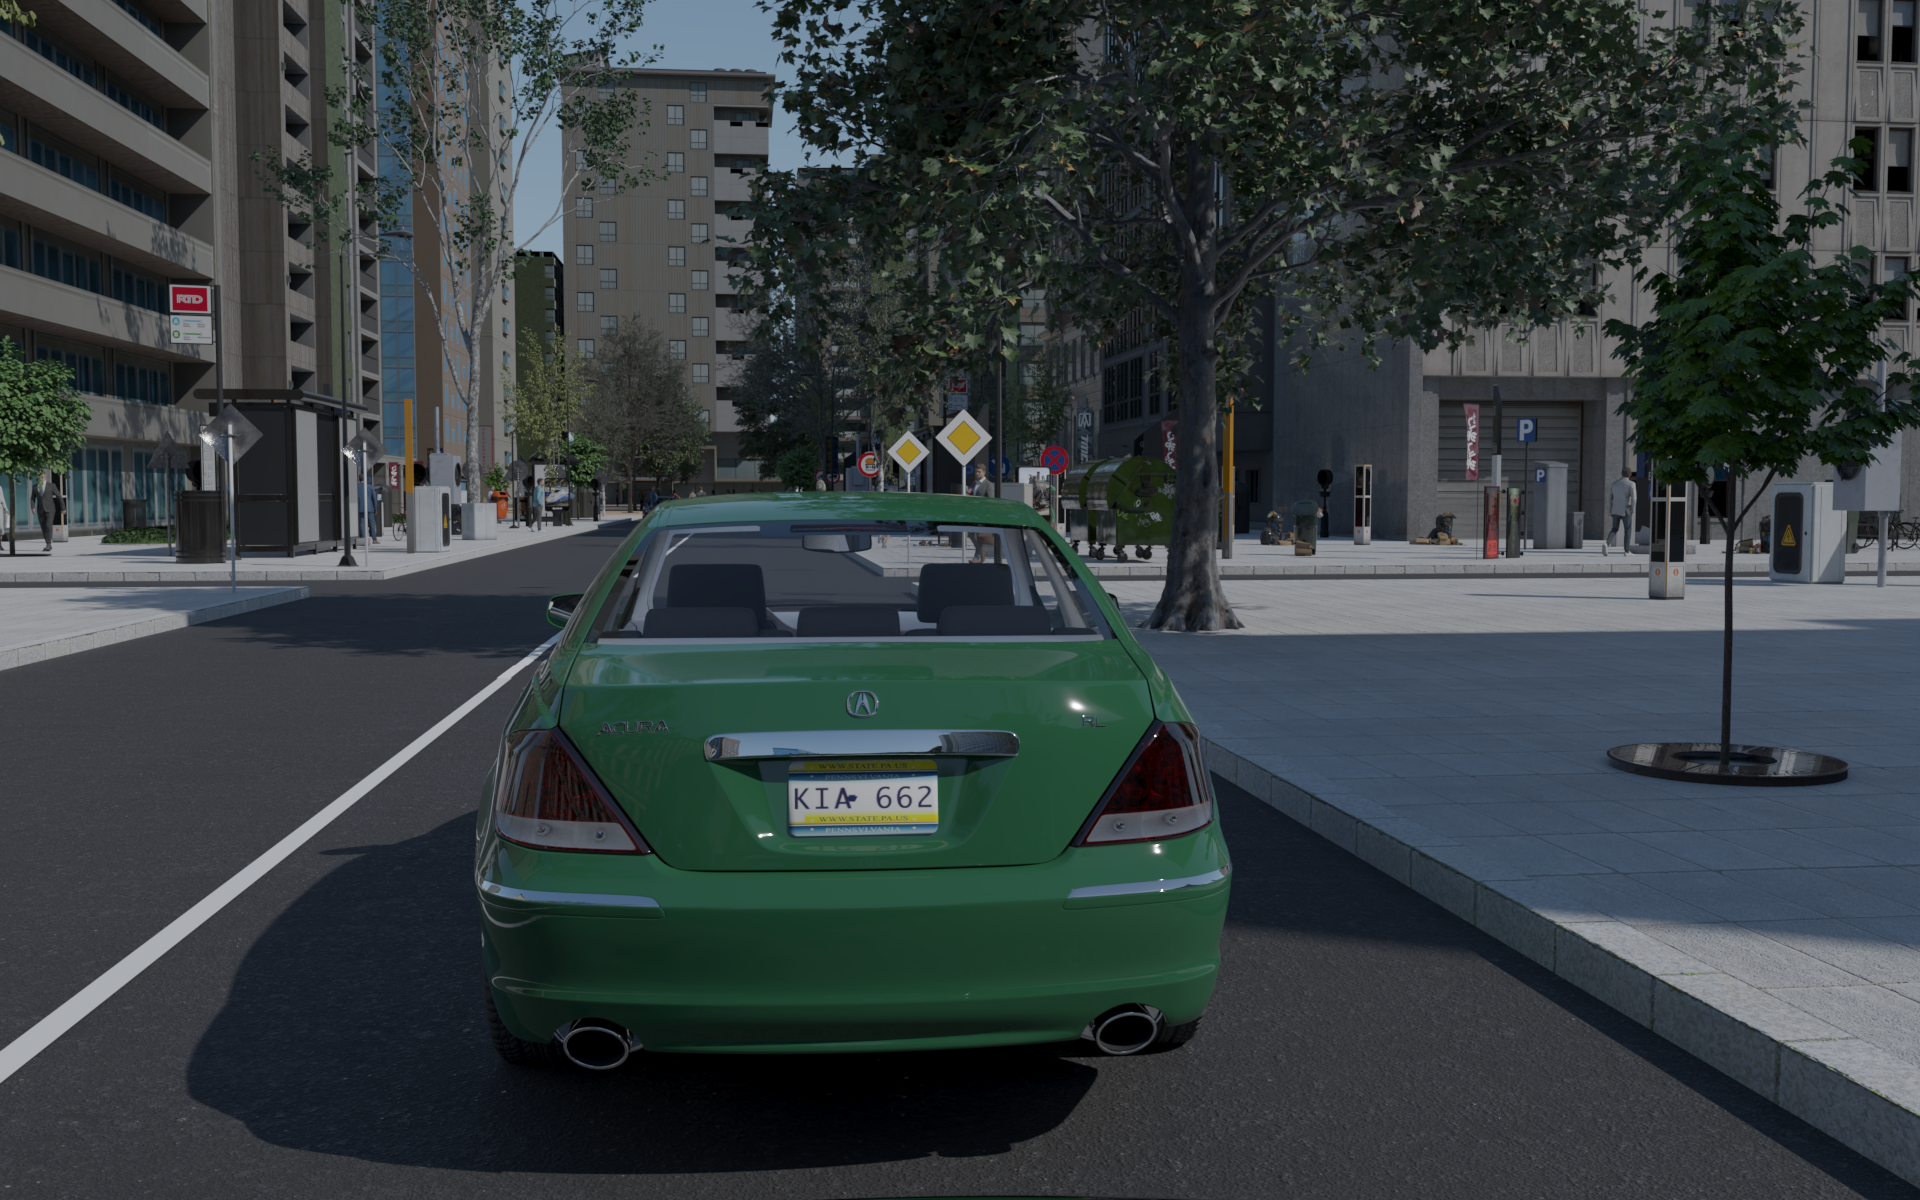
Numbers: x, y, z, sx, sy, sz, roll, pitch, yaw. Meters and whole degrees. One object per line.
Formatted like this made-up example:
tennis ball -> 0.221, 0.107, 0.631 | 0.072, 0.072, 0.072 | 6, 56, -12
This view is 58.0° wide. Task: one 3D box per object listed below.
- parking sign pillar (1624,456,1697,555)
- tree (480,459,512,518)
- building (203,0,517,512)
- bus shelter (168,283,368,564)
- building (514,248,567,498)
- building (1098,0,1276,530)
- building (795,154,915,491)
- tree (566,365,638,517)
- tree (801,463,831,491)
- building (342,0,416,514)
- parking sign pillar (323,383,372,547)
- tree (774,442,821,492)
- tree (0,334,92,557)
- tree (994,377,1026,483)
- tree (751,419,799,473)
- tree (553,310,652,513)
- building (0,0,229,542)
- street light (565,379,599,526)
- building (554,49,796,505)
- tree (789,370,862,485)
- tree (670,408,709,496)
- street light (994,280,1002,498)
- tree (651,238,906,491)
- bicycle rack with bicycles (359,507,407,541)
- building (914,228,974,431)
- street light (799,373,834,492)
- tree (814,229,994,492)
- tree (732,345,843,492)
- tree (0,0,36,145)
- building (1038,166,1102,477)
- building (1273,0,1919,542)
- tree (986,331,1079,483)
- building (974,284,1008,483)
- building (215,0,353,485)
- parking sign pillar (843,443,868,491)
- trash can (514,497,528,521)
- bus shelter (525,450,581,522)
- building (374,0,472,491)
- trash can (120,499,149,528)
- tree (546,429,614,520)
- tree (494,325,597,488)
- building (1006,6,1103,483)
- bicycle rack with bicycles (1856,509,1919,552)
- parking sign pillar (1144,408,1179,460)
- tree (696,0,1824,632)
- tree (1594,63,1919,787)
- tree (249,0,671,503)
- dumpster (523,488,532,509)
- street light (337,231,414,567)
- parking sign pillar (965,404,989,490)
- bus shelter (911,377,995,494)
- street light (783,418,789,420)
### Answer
parking sign pillar -> 15.094, -2.982, 37.224 | 1.447, 3.967, 1.447 | -1, 4, -11
tree -> -25.147, -6.116, 94.596 | 1.663, 3.219, 1.824 | 0, 3, 0
building -> -51.443, -32.343, 152.513 | 21.600, 48.544, 21.300 | 0, 4, -7
bus shelter -> -14.328, -3.564, 35.911 | 2.179, 5.291, 8.768 | 0, 4, -7
building -> -54.417, -26.582, 206.323 | 14.107, 30.474, 14.160 | 0, 4, -7
building -> 14.903, -16.969, 70.943 | 14.314, 27.812, 24.014 | 0, 4, -7
building -> -12.967, -32.241, 210.728 | 14.086, 41.232, 14.154 | 0, 4, -7
tree -> -20.081, -8.993, 97.395 | 4.360, 8.622, 3.978 | 0, 3, 0
tree -> -8.352, -6.652, 103.360 | 1.663, 3.219, 1.824 | 0, 3, 0
building -> -46.820, -41.144, 110.954 | 20.563, 71.187, 20.611 | 0, 4, -7
parking sign pillar -> -15.407, -3.330, 42.919 | 1.447, 3.967, 1.447 | -1, 4, -11
tree -> -10.101, -7.694, 109.506 | 4.285, 4.588, 4.351 | 0, 3, 0
tree -> -19.565, -3.175, 35.618 | 4.285, 4.588, 4.351 | 0, 3, 0
tree -> 1.156, -8.358, 87.014 | 4.360, 8.622, 3.978 | 0, 3, 0
tree -> -18.075, -14.960, 179.003 | 8.767, 10.594, 7.601 | 1, 4, 13
tree -> -22.135, -12.566, 115.827 | 12.009, 13.543, 11.850 | 0, 3, 0
building -> -36.128, -26.098, 50.410 | 21.300, 48.544, 21.600 | 0, 4, -7
street light -> -15.261, -5.957, 69.930 | 1.470, 5.913, 1.316 | 0, 4, -7
building -> -34.621, -38.272, 214.987 | 27.495, 52.752, 28.713 | 0, 4, -7
tree -> -7.758, -9.032, 98.040 | 4.737, 8.622, 4.395 | 0, 3, 0
tree -> -29.888, -15.428, 178.001 | 9.928, 11.665, 9.643 | 0, 3, 0
street light -> -0.016, -3.121, 23.562 | 1.470, 5.913, 1.316 | 0, 4, -7
tree -> -6.263, -10.321, 79.126 | 12.009, 13.543, 11.850 | 0, 3, 0
bicycle rack with bicycles -> -15.937, -2.100, 47.712 | 2.852, 0.926, 2.925 | 0, 3, 0
building -> 7.502, -38.587, 220.136 | 27.495, 52.752, 28.713 | 0, 4, -7
street light -> -5.458, -5.751, 66.568 | 1.470, 5.913, 1.316 | 0, 4, -7
tree -> -1.837, -5.780, 44.867 | 4.360, 8.622, 3.978 | 0, 3, 0
tree -> -13.552, -14.035, 136.124 | 9.857, 13.997, 8.962 | 0, 3, 0
tree -> -9.877, -3.927, 14.569 | 4.737, 8.622, 4.395 | 0, 3, 0
building -> 12.306, -18.250, 95.648 | 12.463, 27.353, 25.104 | 0, 4, -7
building -> 21.186, -14.383, 53.190 | 19.932, 24.808, 12.078 | 0, 4, -7
tree -> 3.485, -7.776, 77.507 | 4.737, 8.622, 4.395 | 0, 3, 0
building -> 7.796, -22.239, 135.310 | 14.160, 30.474, 14.107 | 0, 4, -7
building -> -39.259, -19.250, 86.442 | 14.160, 30.474, 14.107 | 0, 4, -7
parking sign pillar -> -5.433, -6.223, 90.211 | 1.447, 3.967, 1.447 | -1, 4, -11
trash can -> -20.728, -4.290, 81.795 | 0.748, 1.137, 0.748 | 0, 3, 0
bus shelter -> -19.150, -5.379, 81.868 | 2.014, 3.302, 5.546 | 0, 4, -7
building -> -44.986, -29.356, 130.087 | 14.600, 45.320, 14.200 | 0, 4, -7
trash can -> -23.336, -2.283, 48.985 | 0.748, 1.137, 0.748 | 0, 3, 0
tree -> -19.078, -6.306, 86.823 | 4.285, 4.588, 4.351 | 0, 3, 0
tree -> -17.787, -7.606, 74.727 | 4.737, 8.622, 4.395 | 0, 3, 0
building -> 10.049, -26.758, 121.083 | 14.154, 41.232, 14.086 | 0, 4, -7
bicycle rack with bicycles -> 21.537, -1.622, 39.904 | 2.852, 0.926, 2.925 | -1, 4, -14
parking sign pillar -> 5.973, -3.792, 50.469 | 1.447, 3.967, 1.447 | 0, 4, -3
tree -> 2.340, -6.073, 16.299 | 9.611, 12.733, 9.660 | 0, 3, 0
tree -> 3.503, -0.812, 7.880 | 1.663, 3.219, 1.824 | 0, 3, 0
tree -> -14.918, -12.068, 53.202 | 12.611, 20.169, 13.585 | 0, 3, 0
dumpster -> -22.580, -5.298, 92.387 | 1.264, 1.857, 1.865 | 0, 4, -7
street light -> -10.329, -3.552, 30.621 | 1.470, 5.913, 1.316 | 0, 4, -7
parking sign pillar -> 0.454, -3.835, 51.181 | 1.447, 3.967, 1.447 | 1, 4, 18
bus shelter -> -0.480, -4.859, 57.080 | 2.179, 5.291, 8.768 | 0, 4, -7
street light -> -10.362, -8.167, 106.063 | 1.470, 5.913, 1.316 | 0, 4, -7
